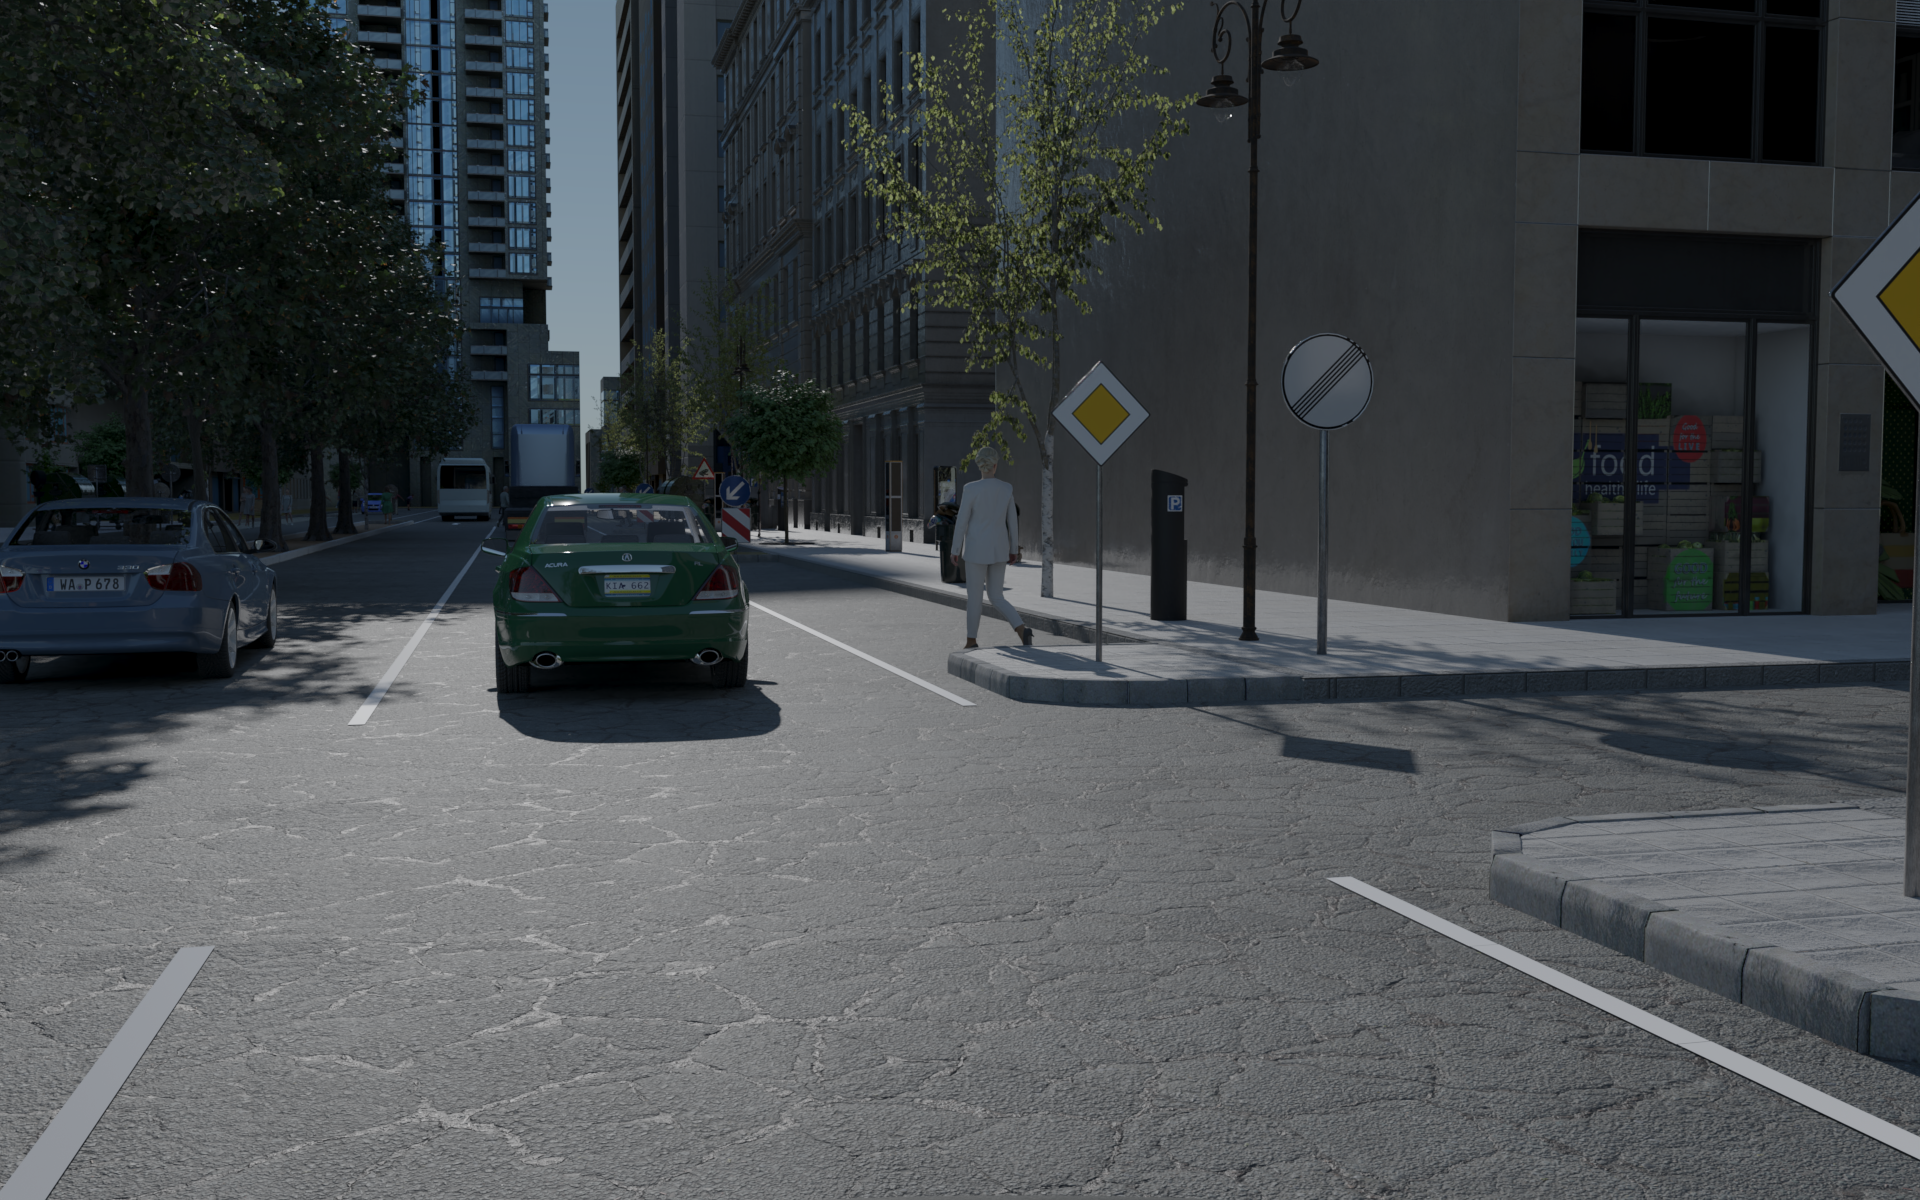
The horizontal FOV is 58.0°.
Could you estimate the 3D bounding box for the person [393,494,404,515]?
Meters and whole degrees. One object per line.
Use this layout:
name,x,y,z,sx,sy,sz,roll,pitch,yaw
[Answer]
person,-39.200,-6.789,120.223,1.217,1.743,0.721,-1,4,-13

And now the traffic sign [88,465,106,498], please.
traffic sign,-30.219,-3.581,60.673,0.606,2.300,0.079,0,4,-7

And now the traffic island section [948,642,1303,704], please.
traffic island section,1.082,0.550,13.285,2.009,0.180,2.903,-1,4,-14

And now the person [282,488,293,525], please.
person,-30.929,-4.291,79.663,0.512,1.701,0.522,-1,4,-9

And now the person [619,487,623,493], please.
person,-15.849,-4.413,81.130,0.782,1.767,0.515,2,4,30

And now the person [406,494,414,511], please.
person,-47.729,-8.476,150.308,0.697,1.427,0.421,-2,4,-33

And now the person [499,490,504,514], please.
person,-32.525,-6.950,123.048,0.530,1.710,0.541,-1,4,-12

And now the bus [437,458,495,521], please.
bus,-27.056,-6.124,94.984,2.948,3.499,13.247,-1,4,-14

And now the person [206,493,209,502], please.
person,-30.888,-3.792,70.594,0.850,1.850,0.679,-1,4,-20

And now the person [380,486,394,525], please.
person,-26.678,-4.397,80.636,0.600,1.795,0.529,-2,4,-28

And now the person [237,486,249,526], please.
person,-31.878,-4.177,77.134,0.599,1.781,0.374,0,4,-2

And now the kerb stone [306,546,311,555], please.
kerb stone,-15.500,-1.141,40.845,0.120,0.150,1.000,-1,4,-14

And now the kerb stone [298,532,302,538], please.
kerb stone,-21.595,-2.078,56.277,0.120,0.150,1.000,-1,4,-14

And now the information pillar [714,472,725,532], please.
information pillar,-8.146,-3.319,58.753,0.304,2.012,0.304,0,4,6

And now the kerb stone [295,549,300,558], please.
kerb stone,-14.987,-1.019,38.861,0.120,0.150,1.000,-1,4,-14

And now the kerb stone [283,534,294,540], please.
kerb stone,-21.086,-1.963,54.290,0.120,0.150,1.000,-1,4,-14

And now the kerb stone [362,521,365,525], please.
kerb stone,-27.425,-3.482,79.122,0.120,0.150,1.000,-1,4,-14

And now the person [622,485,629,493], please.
person,-14.687,-4.110,75.802,0.767,1.812,0.694,1,4,21

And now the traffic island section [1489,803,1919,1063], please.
traffic island section,3.056,1.024,5.547,2.009,0.180,2.903,-1,4,-14

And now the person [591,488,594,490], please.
person,-24.775,-6.606,116.516,0.705,1.824,1.348,0,4,-8

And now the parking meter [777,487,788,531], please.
parking meter,-6.169,-3.176,60.336,0.372,1.533,0.369,0,3,0

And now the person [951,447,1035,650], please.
person,0.279,-0.409,15.071,0.818,1.842,0.514,3,5,41

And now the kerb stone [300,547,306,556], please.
kerb stone,-15.238,-1.080,39.857,0.120,0.150,1.000,-1,4,-14

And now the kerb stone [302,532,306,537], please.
kerb stone,-21.852,-2.145,57.274,0.120,0.150,1.000,-1,4,-14

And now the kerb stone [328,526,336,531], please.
kerb stone,-24.383,-2.753,67.199,0.120,0.150,1.000,-1,4,-14

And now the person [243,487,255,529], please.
person,-29.405,-3.819,71.699,0.466,1.731,0.760,-1,4,-17

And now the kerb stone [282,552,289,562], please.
kerb stone,-14.474,-0.898,36.872,0.120,0.150,1.000,-1,4,-14

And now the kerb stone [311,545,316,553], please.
kerb stone,-15.744,-1.202,41.845,0.120,0.150,1.000,-1,4,-14

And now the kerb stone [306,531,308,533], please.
kerb stone,-22.104,-2.206,58.265,0.120,0.150,1.000,-1,4,-14

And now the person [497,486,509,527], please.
person,-19.711,-4.043,75.087,0.782,1.767,0.515,3,5,42

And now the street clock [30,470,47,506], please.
street clock,-28.074,-2.950,52.800,0.471,2.002,0.358,2,4,28

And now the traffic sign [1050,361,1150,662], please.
traffic sign,1.061,-0.585,13.202,0.795,2.450,0.064,-1,4,-14

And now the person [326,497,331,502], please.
person,-40.618,-6.209,110.022,1.348,1.824,0.705,-3,5,-42

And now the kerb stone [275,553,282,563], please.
kerb stone,-14.227,-0.830,35.879,0.120,0.150,1.000,-1,4,-14

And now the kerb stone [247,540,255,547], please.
kerb stone,-19.318,-1.532,47.312,0.120,0.150,1.000,-1,4,-14

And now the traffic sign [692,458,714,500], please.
traffic sign,-9.117,-3.780,61.811,0.884,2.594,0.081,-1,4,-12

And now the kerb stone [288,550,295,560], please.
kerb stone,-14.727,-0.958,37.866,0.120,0.150,1.000,-1,4,-14

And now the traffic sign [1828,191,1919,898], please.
traffic sign,3.035,-0.111,5.464,0.795,2.450,0.064,-1,4,-14

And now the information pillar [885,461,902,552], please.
information pillar,-1.470,-2.075,38.415,0.304,2.012,0.304,-2,4,-23

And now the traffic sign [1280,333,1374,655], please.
traffic sign,2.895,-0.836,13.777,0.768,2.556,0.104,-1,4,-9

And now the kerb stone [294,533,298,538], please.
kerb stone,-21.347,-2.020,55.285,0.120,0.150,1.000,-1,4,-14

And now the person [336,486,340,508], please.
person,-27.516,-4.203,77.198,0.573,1.828,0.580,1,4,14

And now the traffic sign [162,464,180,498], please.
traffic sign,-33.232,-4.455,72.951,0.768,2.556,0.104,-1,4,-8

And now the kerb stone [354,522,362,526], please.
kerb stone,-27.179,-3.420,78.126,0.120,0.150,1.000,-1,4,-14

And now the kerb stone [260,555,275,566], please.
kerb stone,-13.975,-0.772,34.882,0.120,0.150,1.000,-1,4,-14

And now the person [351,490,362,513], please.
person,-45.368,-7.377,129.896,1.217,1.735,0.721,1,4,9

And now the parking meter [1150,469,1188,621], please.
parking meter,2.128,-0.564,17.630,0.372,1.533,0.369,0,3,0
